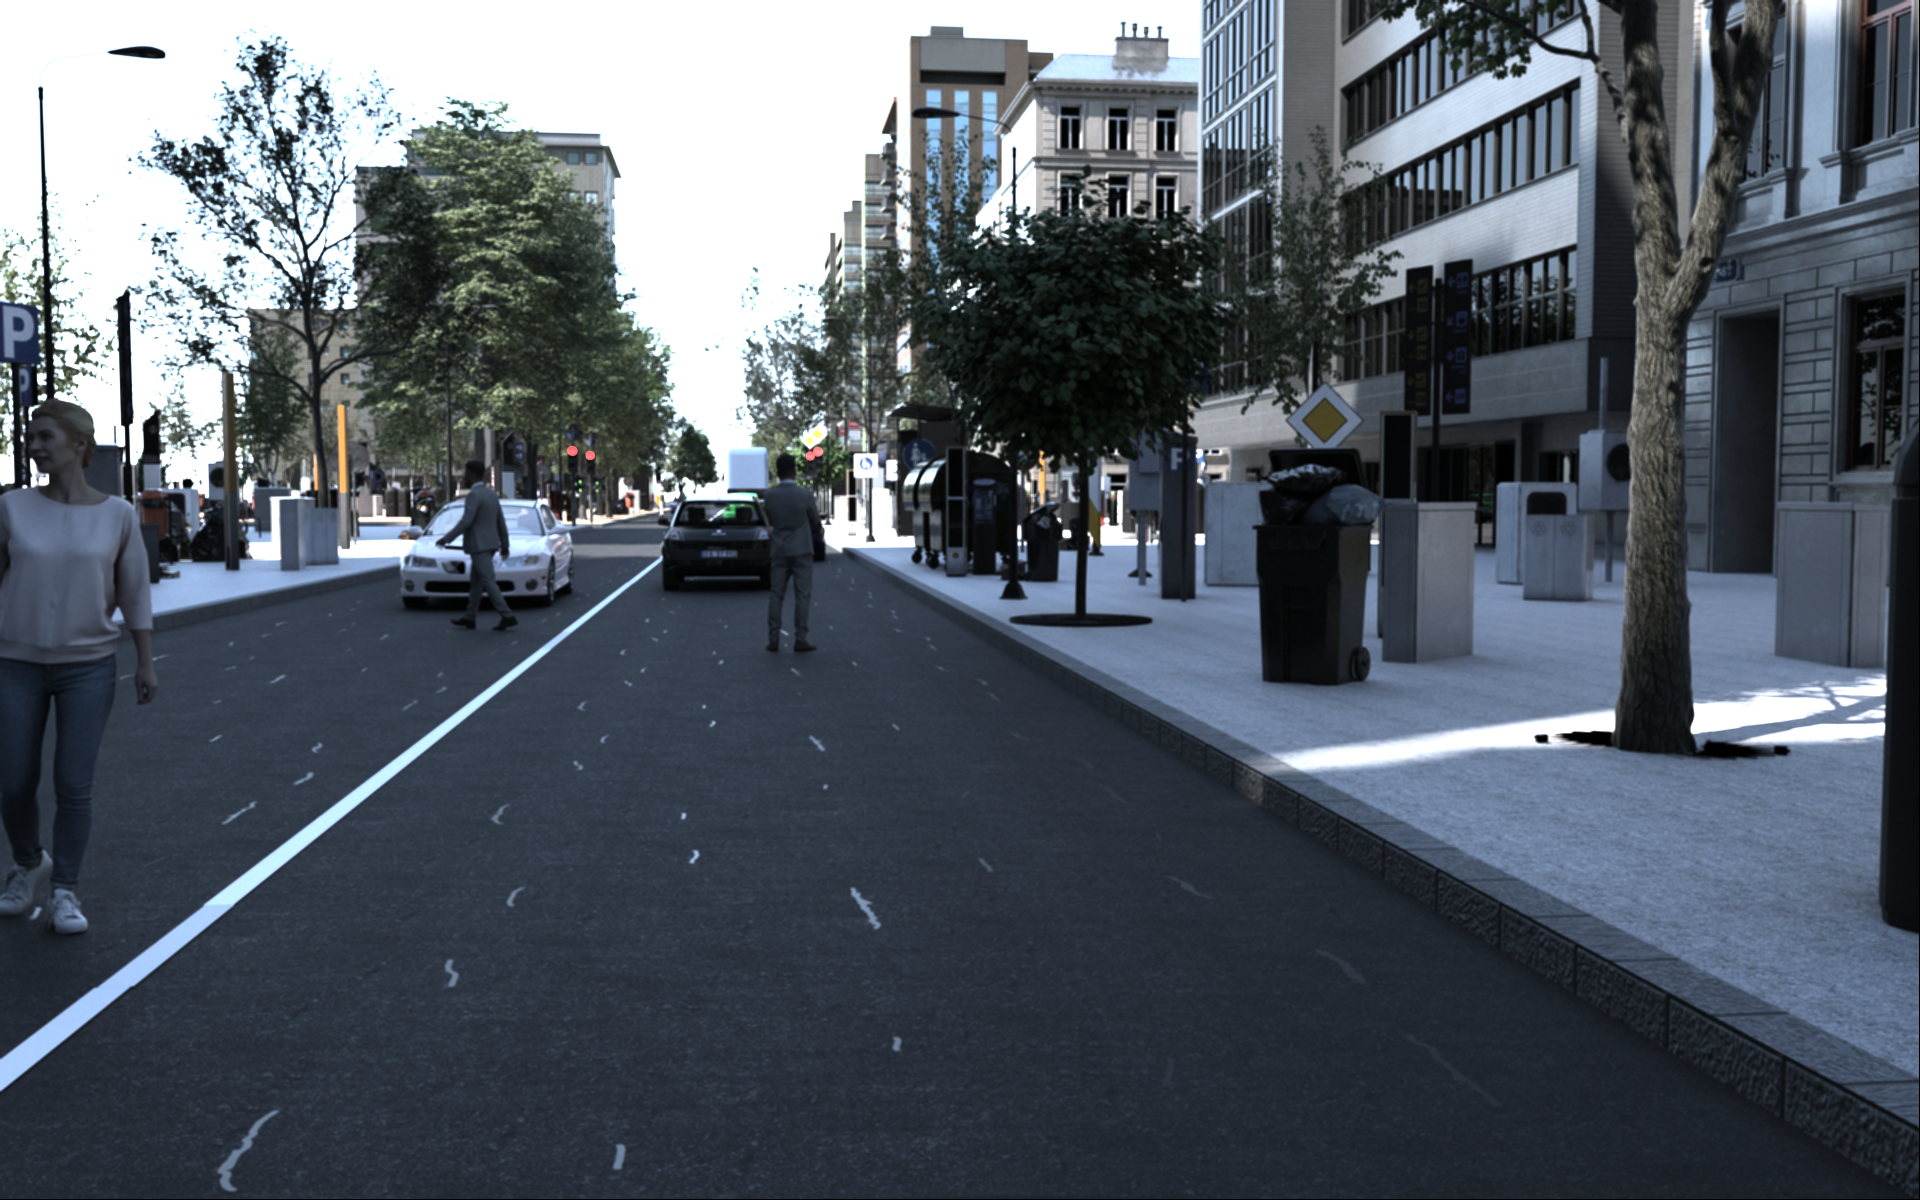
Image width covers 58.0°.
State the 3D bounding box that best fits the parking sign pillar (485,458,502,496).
[{"bbox_3d":[-35.622,-8.911,134.161,1.447,3.967,1.447,3,4,36],"label":"parking sign pillar"}]

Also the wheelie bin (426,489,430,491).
[{"bbox_3d":[-35.414,-6.556,115.096,0.980,1.594,0.693,-3,5,-44],"label":"wheelie bin"}]

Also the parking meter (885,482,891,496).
[{"bbox_3d":[-3.320,-4.416,77.918,0.399,1.863,0.255,-1,4,-17],"label":"parking meter"}]

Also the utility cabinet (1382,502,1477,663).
[{"bbox_3d":[3.668,-0.146,13.552,0.306,1.237,1.020,3,5,41],"label":"utility cabinet"}]

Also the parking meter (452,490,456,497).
[{"bbox_3d":[-34.259,-6.643,117.026,0.372,1.533,0.369,0,3,0],"label":"parking meter"}]

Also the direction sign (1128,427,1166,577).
[{"bbox_3d":[2.795,-2.126,26.759,0.876,3.537,0.379,-2,4,-26],"label":"direction sign"}]

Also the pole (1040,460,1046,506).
[{"bbox_3d":[2.725,-3.866,57.058,0.158,3.312,0.155,0,3,0],"label":"pole"}]

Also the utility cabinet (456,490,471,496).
[{"bbox_3d":[-25.188,-4.901,88.810,1.173,1.500,0.318,-2,4,-29],"label":"utility cabinet"}]

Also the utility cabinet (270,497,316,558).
[{"bbox_3d":[-13.469,-1.460,35.034,0.306,1.237,1.020,1,4,18],"label":"utility cabinet"}]

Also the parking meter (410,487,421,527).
[{"bbox_3d":[-18.826,-3.153,59.957,0.372,1.533,0.369,0,3,0],"label":"parking meter"}]

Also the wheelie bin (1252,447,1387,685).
[{"bbox_3d":[2.435,-0.241,11.842,0.980,1.594,0.693,2,4,34],"label":"wheelie bin"}]

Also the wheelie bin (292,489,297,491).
[{"bbox_3d":[-40.175,-5.910,104.542,0.980,1.594,0.693,3,5,41],"label":"wheelie bin"}]

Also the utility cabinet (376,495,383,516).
[{"bbox_3d":[-33.734,-5.452,100.303,0.306,1.237,1.020,0,4,3],"label":"utility cabinet"}]

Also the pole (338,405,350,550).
[{"bbox_3d":[-14.121,-2.805,39.704,0.158,3.312,0.155,0,3,0],"label":"pole"}]

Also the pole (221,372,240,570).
[{"bbox_3d":[-12.271,-2.157,29.117,0.158,3.312,0.155,0,3,0],"label":"pole"}]

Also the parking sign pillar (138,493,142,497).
[{"bbox_3d":[-62.806,-8.812,132.540,1.447,3.967,1.447,1,4,17],"label":"parking sign pillar"}]

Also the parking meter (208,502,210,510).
[{"bbox_3d":[-45.132,-5.872,104.419,0.372,1.533,0.369,0,3,0],"label":"parking meter"}]

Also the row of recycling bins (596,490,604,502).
[{"bbox_3d":[-28.981,-8.513,146.293,3.534,1.692,1.069,0,4,-6],"label":"row of recycling bins"}]

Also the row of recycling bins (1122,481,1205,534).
[{"bbox_3d":[6.586,-3.011,56.341,1.069,1.692,3.534,-3,4,-38],"label":"row of recycling bins"}]

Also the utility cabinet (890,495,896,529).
[{"bbox_3d":[-2.693,-3.234,64.034,0.306,1.237,1.020,-3,4,-37],"label":"utility cabinet"}]

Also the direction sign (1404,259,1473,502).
[{"bbox_3d":[4.712,-1.538,17.151,0.379,3.537,0.876,-2,4,-29],"label":"direction sign"}]

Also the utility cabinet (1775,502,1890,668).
[{"bbox_3d":[6.654,-0.127,13.243,0.306,1.237,1.020,0,4,-4],"label":"utility cabinet"}]

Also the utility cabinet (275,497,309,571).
[{"bbox_3d":[-11.333,-1.116,29.407,0.306,1.237,1.020,-1,4,-14],"label":"utility cabinet"}]

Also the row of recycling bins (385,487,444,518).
[{"bbox_3d":[-29.903,-5.368,94.880,3.534,1.692,1.069,1,4,15],"label":"row of recycling bins"}]

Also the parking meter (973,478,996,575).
[{"bbox_3d":[0.385,-1.168,27.506,0.372,1.533,0.369,0,3,0],"label":"parking meter"}]

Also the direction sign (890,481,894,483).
[{"bbox_3d":[-5.150,-8.037,123.395,0.876,3.537,0.379,0,4,1],"label":"direction sign"}]

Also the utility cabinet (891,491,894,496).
[{"bbox_3d":[-5.716,-7.905,137.930,0.318,1.500,1.173,2,4,34],"label":"utility cabinet"}]

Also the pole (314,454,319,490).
[{"bbox_3d":[-32.728,-5.767,88.126,0.158,3.312,0.155,0,3,0],"label":"pole"}]

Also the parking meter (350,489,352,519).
[{"bbox_3d":[-21.868,-3.421,61.647,0.399,1.863,0.255,-1,4,-17],"label":"parking meter"}]

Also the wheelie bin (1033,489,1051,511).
[{"bbox_3d":[3.267,-3.735,68.983,0.693,1.594,0.980,0,4,-3],"label":"wheelie bin"}]

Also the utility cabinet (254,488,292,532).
[{"bbox_3d":[-23.206,-3.048,58.513,1.173,1.500,0.318,0,4,-1],"label":"utility cabinet"}]

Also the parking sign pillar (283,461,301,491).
[{"bbox_3d":[-52.704,-9.067,136.725,1.447,3.967,1.447,-1,4,-14],"label":"parking sign pillar"}]

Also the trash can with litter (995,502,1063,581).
[{"bbox_3d":[0.997,-0.866,25.549,1.055,1.170,0.624,3,4,36],"label":"trash can with litter"}]

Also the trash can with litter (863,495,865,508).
[{"bbox_3d":[-8.076,-8.664,153.050,1.055,1.170,0.624,1,4,9],"label":"trash can with litter"}]

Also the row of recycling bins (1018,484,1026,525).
[{"bbox_3d":[0.945,-3.913,71.090,3.534,1.692,1.069,0,4,-4],"label":"row of recycling bins"}]

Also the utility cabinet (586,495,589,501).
[{"bbox_3d":[-31.546,-8.288,146.665,0.306,1.237,1.020,-1,4,-18],"label":"utility cabinet"}]

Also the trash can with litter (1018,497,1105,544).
[{"bbox_3d":[2.530,-2.056,44.667,2.233,1.210,1.678,1,4,17],"label":"trash can with litter"}]

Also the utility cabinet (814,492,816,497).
[{"bbox_3d":[-10.956,-7.882,137.545,1.173,1.500,0.318,1,4,11],"label":"utility cabinet"}]

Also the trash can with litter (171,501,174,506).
[{"bbox_3d":[-19.999,-1.976,43.697,0.624,1.170,1.055,-2,4,-35],"label":"trash can with litter"}]

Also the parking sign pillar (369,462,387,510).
[{"bbox_3d":[-48.084,-9.455,143.067,1.447,3.967,1.447,-3,5,-43],"label":"parking sign pillar"}]

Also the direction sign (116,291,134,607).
[{"bbox_3d":[-9.485,-1.697,19.738,0.379,3.537,0.876,-2,4,-33],"label":"direction sign"}]

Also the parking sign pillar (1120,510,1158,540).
[{"bbox_3d":[5.200,-3.669,48.458,1.447,3.967,1.447,1,4,11],"label":"parking sign pillar"}]

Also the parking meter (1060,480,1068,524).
[{"bbox_3d":[4.257,-3.975,70.704,0.255,1.863,0.399,-1,4,-9],"label":"parking meter"}]

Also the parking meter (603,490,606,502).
[{"bbox_3d":[-24.285,-6.754,118.833,0.372,1.533,0.369,0,3,0],"label":"parking meter"}]

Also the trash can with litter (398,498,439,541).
[{"bbox_3d":[-14.990,-2.220,47.679,1.055,1.170,0.624,1,4,18],"label":"trash can with litter"}]

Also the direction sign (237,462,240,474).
[{"bbox_3d":[-50.317,-7.833,120.073,0.876,3.537,0.379,1,4,14],"label":"direction sign"}]

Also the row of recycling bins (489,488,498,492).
[{"bbox_3d":[-31.400,-6.644,115.744,1.069,1.692,3.534,-1,4,-13],"label":"row of recycling bins"}]

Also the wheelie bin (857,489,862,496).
[{"bbox_3d":[-6.832,-6.404,112.606,0.980,1.594,0.693,2,4,24],"label":"wheelie bin"}]

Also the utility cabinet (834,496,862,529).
[{"bbox_3d":[-4.165,-3.266,64.559,1.020,1.237,0.306,0,4,3],"label":"utility cabinet"}]

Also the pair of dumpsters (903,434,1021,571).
[{"bbox_3d":[-0.009,-1.687,30.080,1.574,2.255,4.437,0,4,-7],"label":"pair of dumpsters"}]

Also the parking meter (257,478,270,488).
[{"bbox_3d":[-24.812,-3.429,61.768,0.399,1.863,0.255,0,4,4],"label":"parking meter"}]

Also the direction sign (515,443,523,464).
[{"bbox_3d":[-19.695,-5.164,76.423,0.876,3.537,0.379,0,4,3],"label":"direction sign"}]

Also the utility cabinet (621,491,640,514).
[{"bbox_3d":[-20.846,-6.170,109.555,1.173,1.500,0.318,0,4,2],"label":"utility cabinet"}]

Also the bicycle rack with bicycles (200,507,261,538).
[{"bbox_3d":[-21.716,-2.265,50.417,2.925,0.926,2.852,2,4,27],"label":"bicycle rack with bicycles"}]

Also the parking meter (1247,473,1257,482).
[{"bbox_3d":[8.013,-2.561,47.590,0.255,1.863,0.399,0,4,2],"label":"parking meter"}]

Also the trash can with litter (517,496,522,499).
[{"bbox_3d":[-29.417,-6.314,114.620,1.055,1.170,0.624,3,5,40],"label":"trash can with litter"}]

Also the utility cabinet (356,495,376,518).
[{"bbox_3d":[-32.397,-5.071,94.074,0.306,1.237,1.020,3,4,38],"label":"utility cabinet"}]

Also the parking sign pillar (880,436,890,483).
[{"bbox_3d":[-3.417,-5.557,79.332,1.447,3.967,1.447,0,4,-1],"label":"parking sign pillar"}]
